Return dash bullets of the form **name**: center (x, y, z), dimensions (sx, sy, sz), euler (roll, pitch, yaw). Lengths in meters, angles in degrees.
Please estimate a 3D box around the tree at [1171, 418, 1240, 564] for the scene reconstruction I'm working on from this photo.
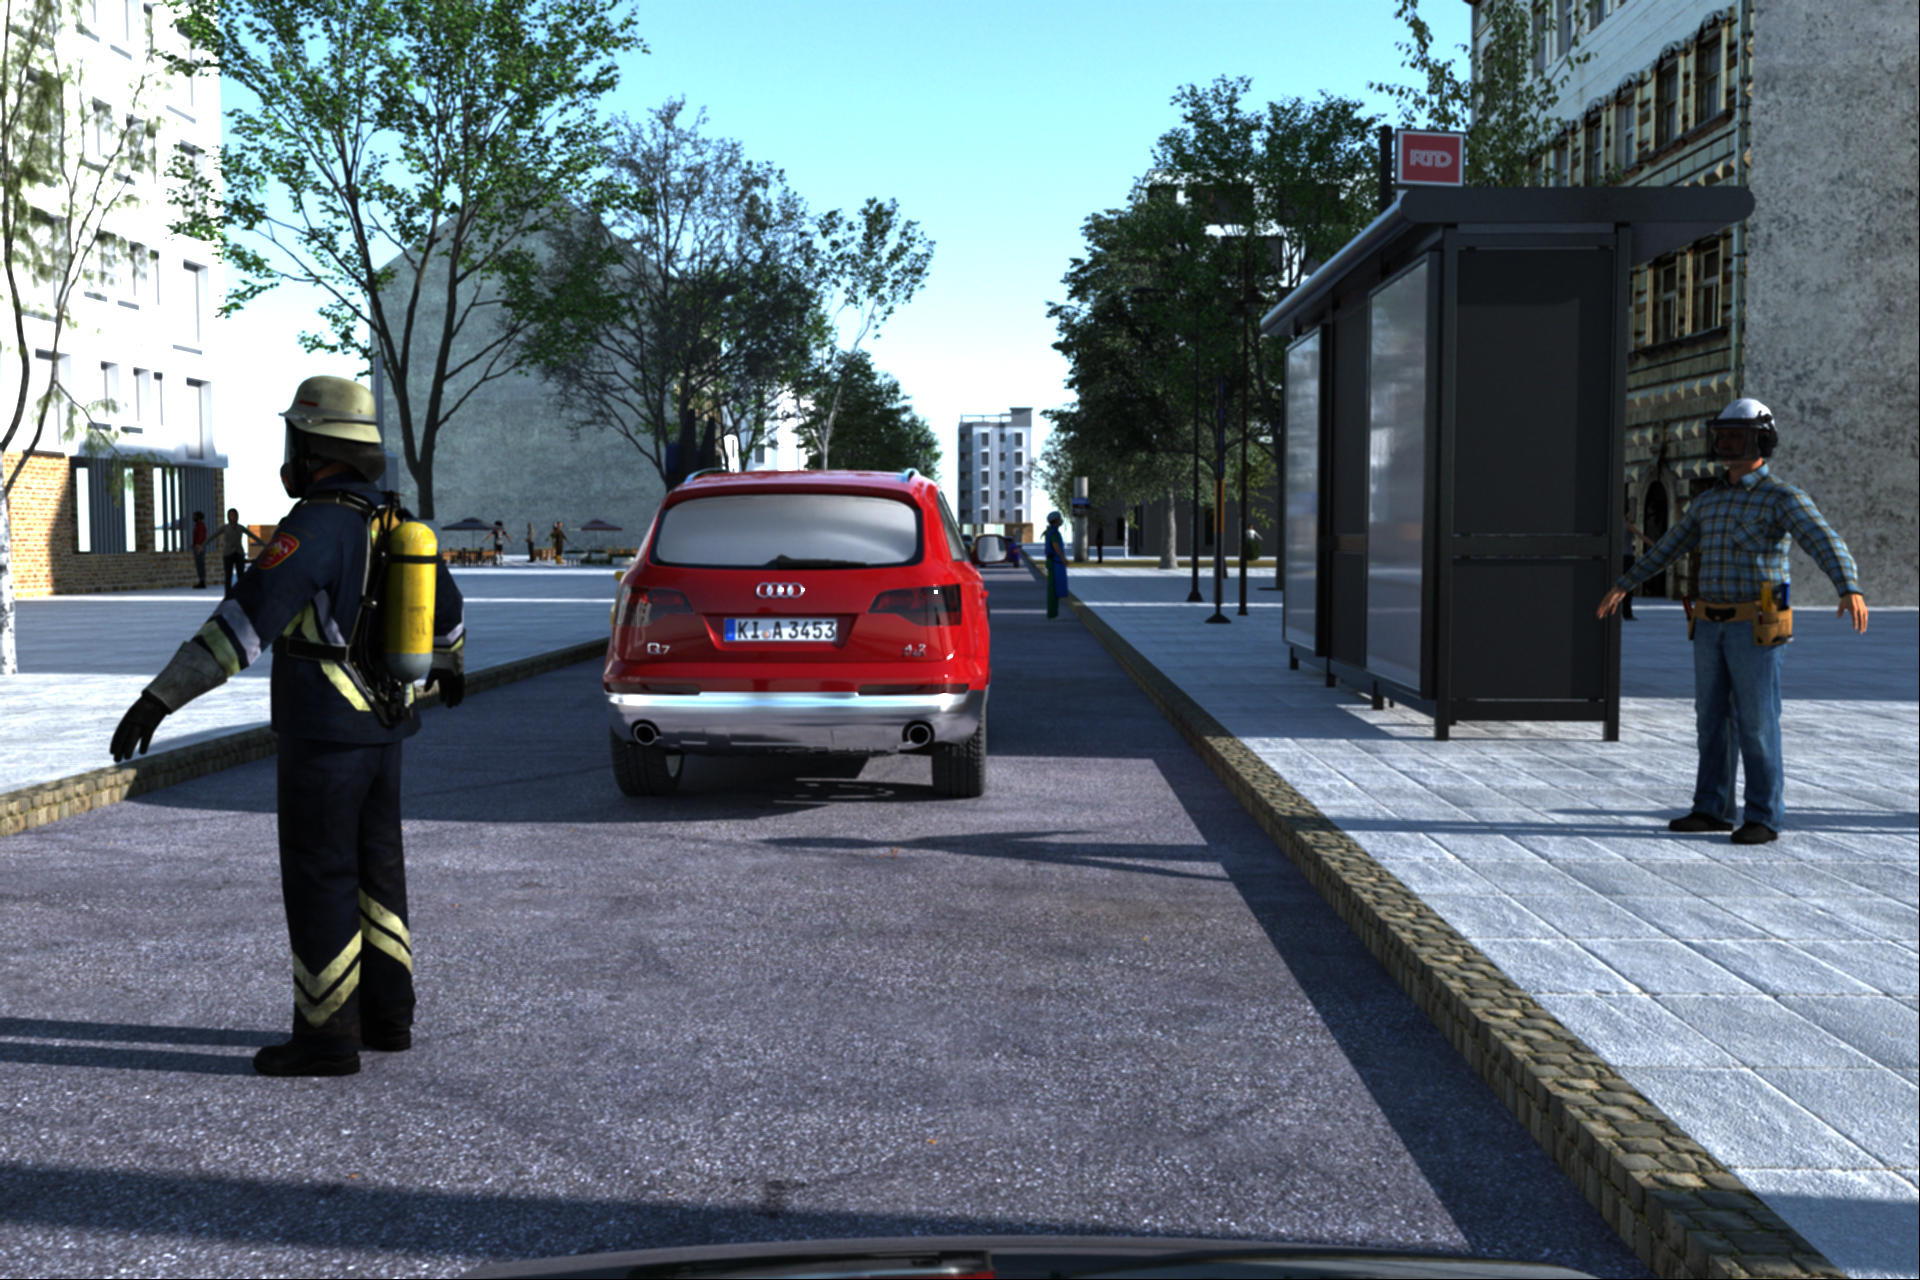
- **tree**: center (9.796, -7.541, 73.661), dimensions (4.360, 8.622, 3.978), euler (0, 3, 0)

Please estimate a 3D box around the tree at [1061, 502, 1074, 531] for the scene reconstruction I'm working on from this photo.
- **tree**: center (17.229, -19.053, 261.871), dimensions (4.737, 8.622, 4.395), euler (0, 3, 0)

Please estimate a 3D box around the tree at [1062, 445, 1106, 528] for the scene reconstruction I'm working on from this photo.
- **tree**: center (9.947, -11.364, 136.168), dimensions (4.737, 8.622, 4.395), euler (0, 3, 0)

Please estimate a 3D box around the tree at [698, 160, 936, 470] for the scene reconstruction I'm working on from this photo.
- **tree**: center (-8.483, -14.305, 89.768), dimensions (12.611, 20.169, 13.585), euler (0, 3, 0)

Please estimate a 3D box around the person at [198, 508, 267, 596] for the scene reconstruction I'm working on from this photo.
- **person**: center (-12.722, -1.445, 30.387), dimensions (1.215, 1.744, 0.721), euler (-2, 4, -32)

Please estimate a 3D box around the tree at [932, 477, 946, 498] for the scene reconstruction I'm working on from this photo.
- **tree**: center (-5.560, -19.851, 258.975), dimensions (7.601, 10.594, 8.767), euler (1, 4, 10)

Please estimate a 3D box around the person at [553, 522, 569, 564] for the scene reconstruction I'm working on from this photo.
- **person**: center (-17.248, -4.190, 74.637), dimensions (0.704, 1.812, 1.346), euler (1, 4, 14)

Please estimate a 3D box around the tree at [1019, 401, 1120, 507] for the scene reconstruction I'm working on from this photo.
- **tree**: center (10.566, -14.989, 155.434), dimensions (12.009, 13.543, 11.850), euler (0, 3, 0)

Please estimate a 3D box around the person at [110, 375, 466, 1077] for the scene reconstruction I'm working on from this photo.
- **person**: center (-1.700, 0.216, 4.698), dimensions (0.705, 1.856, 1.354), euler (1, 4, 18)

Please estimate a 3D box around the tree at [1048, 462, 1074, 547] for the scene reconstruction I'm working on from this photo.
- **tree**: center (10.279, -13.349, 168.624), dimensions (4.737, 8.622, 4.395), euler (0, 3, 0)

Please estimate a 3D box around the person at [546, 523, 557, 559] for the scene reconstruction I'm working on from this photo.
- **person**: center (-20.828, -5.100, 89.145), dimensions (0.705, 1.858, 1.354), euler (2, 4, 23)

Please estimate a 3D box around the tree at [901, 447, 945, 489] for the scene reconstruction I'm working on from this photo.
- **tree**: center (-5.326, -15.010, 171.171), dimensions (9.928, 11.665, 9.643), euler (0, 3, 0)

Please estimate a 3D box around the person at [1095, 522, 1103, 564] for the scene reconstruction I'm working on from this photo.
- **person**: center (6.052, -4.230, 75.383), dimensions (0.704, 1.802, 1.346), euler (0, 4, -1)

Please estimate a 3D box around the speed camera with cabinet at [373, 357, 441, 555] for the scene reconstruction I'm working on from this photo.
- **speed camera with cabinet**: center (-6.661, -1.578, 20.141), dimensions (0.660, 3.252, 2.038), euler (0, 4, 2)

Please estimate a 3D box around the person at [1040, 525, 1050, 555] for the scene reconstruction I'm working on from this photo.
- **person**: center (5.365, -6.085, 105.454), dimensions (1.349, 1.833, 0.705), euler (-2, 4, -35)

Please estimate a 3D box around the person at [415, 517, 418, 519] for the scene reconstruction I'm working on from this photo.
- **person**: center (-16.887, -2.911, 53.738), dimensions (1.347, 1.811, 0.704), euler (3, 5, 43)

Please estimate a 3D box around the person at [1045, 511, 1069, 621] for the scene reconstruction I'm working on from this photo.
- **person**: center (1.603, -1.233, 28.744), dimensions (0.704, 1.817, 1.347), euler (0, 4, -4)

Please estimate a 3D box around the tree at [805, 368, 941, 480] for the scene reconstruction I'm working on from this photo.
- **tree**: center (-6.167, -13.267, 127.288), dimensions (12.009, 13.543, 11.850), euler (0, 3, 0)

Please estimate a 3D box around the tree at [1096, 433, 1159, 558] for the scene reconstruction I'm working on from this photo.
- **tree**: center (9.019, -8.632, 91.500), dimensions (4.737, 8.622, 4.395), euler (0, 3, 0)

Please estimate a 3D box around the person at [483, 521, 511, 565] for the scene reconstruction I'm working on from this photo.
- **person**: center (-19.182, -4.022, 71.909), dimensions (0.704, 1.843, 1.345), euler (3, 5, 42)

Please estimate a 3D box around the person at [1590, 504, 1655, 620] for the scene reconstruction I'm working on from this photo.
- **person**: center (9.937, -1.165, 25.854), dimensions (0.721, 1.737, 1.217), euler (-3, 4, -36)

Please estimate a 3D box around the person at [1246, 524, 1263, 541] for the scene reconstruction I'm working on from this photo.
- **person**: center (15.434, -5.249, 92.001), dimensions (1.347, 1.806, 0.705), euler (-1, 4, -17)

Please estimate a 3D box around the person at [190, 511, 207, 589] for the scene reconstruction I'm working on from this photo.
- **person**: center (-17.891, -2.114, 40.679), dimensions (0.704, 1.816, 1.345), euler (-2, 4, -28)

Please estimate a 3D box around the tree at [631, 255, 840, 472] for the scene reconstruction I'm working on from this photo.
- **tree**: center (-8.186, -8.406, 63.194), dimensions (9.928, 11.665, 9.643), euler (0, 3, 0)

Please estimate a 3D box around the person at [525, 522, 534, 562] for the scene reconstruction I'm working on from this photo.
- **person**: center (-19.591, -4.453, 78.938), dimensions (0.705, 1.813, 1.348), euler (0, 4, -4)

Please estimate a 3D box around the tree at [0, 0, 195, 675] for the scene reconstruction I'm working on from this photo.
- **tree**: center (-8.768, -4.005, 15.837), dimensions (4.360, 8.622, 3.978), euler (0, 3, 0)

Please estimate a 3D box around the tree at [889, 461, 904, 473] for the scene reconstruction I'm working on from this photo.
- **tree**: center (-6.072, -11.469, 137.873), dimensions (4.360, 8.622, 3.978), euler (0, 3, 0)

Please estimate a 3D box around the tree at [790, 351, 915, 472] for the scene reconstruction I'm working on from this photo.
- **tree**: center (-6.605, -11.563, 107.187), dimensions (7.486, 12.596, 7.792), euler (0, 3, 0)

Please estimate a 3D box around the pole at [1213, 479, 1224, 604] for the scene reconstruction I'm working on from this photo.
- **pole**: center (4.721, -2.307, 31.564), dimensions (0.158, 3.312, 0.155), euler (0, 3, 0)

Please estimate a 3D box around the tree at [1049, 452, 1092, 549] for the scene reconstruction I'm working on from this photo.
- **tree**: center (9.612, -12.029, 147.036), dimensions (4.360, 8.622, 3.978), euler (0, 3, 0)

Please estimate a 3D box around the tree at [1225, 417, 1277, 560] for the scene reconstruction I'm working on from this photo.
- **tree**: center (13.741, -8.182, 84.145), dimensions (4.737, 8.622, 4.395), euler (0, 3, 0)

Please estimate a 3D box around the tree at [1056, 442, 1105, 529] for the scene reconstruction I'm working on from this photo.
- **tree**: center (9.115, -10.884, 128.316), dimensions (4.360, 8.622, 3.978), euler (0, 3, 0)

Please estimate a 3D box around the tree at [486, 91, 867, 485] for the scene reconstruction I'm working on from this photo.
- **tree**: center (-8.245, -8.481, 49.033), dimensions (12.009, 13.543, 11.850), euler (0, 3, 0)

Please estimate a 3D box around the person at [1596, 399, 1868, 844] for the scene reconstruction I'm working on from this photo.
- **person**: center (3.274, -0.091, 7.321), dimensions (0.704, 1.849, 1.345), euler (-2, 4, -25)

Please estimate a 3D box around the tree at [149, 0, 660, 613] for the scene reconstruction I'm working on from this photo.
- **tree**: center (-8.708, -6.233, 27.666), dimensions (9.928, 11.665, 9.643), euler (0, 3, 0)

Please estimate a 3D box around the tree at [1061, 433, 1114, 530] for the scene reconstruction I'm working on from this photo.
- **tree**: center (8.486, -9.980, 113.537), dimensions (4.737, 8.622, 4.395), euler (0, 3, 0)

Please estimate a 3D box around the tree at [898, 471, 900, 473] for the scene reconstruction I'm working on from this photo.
- **tree**: center (-4.945, -12.990, 162.749), dimensions (4.360, 8.622, 3.978), euler (0, 3, 0)
